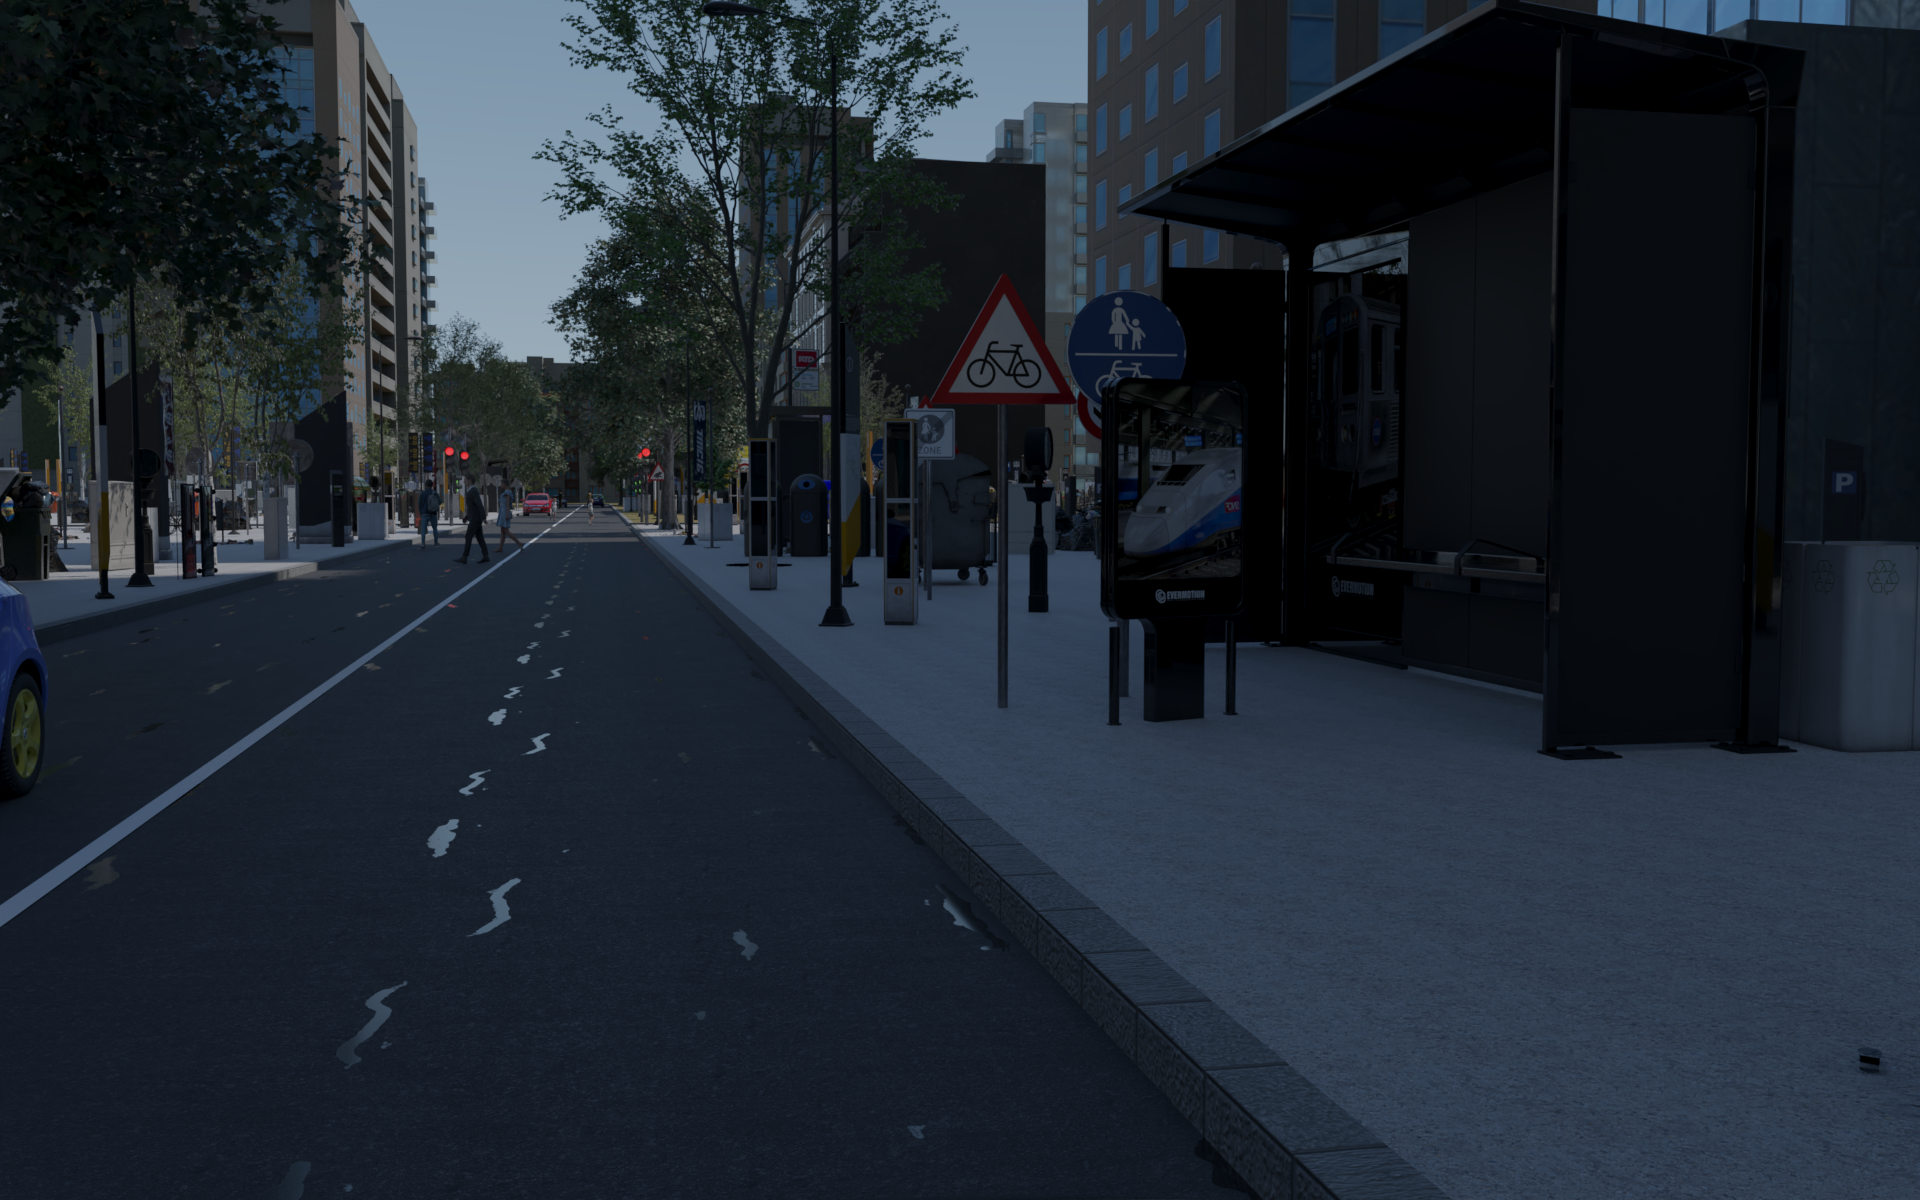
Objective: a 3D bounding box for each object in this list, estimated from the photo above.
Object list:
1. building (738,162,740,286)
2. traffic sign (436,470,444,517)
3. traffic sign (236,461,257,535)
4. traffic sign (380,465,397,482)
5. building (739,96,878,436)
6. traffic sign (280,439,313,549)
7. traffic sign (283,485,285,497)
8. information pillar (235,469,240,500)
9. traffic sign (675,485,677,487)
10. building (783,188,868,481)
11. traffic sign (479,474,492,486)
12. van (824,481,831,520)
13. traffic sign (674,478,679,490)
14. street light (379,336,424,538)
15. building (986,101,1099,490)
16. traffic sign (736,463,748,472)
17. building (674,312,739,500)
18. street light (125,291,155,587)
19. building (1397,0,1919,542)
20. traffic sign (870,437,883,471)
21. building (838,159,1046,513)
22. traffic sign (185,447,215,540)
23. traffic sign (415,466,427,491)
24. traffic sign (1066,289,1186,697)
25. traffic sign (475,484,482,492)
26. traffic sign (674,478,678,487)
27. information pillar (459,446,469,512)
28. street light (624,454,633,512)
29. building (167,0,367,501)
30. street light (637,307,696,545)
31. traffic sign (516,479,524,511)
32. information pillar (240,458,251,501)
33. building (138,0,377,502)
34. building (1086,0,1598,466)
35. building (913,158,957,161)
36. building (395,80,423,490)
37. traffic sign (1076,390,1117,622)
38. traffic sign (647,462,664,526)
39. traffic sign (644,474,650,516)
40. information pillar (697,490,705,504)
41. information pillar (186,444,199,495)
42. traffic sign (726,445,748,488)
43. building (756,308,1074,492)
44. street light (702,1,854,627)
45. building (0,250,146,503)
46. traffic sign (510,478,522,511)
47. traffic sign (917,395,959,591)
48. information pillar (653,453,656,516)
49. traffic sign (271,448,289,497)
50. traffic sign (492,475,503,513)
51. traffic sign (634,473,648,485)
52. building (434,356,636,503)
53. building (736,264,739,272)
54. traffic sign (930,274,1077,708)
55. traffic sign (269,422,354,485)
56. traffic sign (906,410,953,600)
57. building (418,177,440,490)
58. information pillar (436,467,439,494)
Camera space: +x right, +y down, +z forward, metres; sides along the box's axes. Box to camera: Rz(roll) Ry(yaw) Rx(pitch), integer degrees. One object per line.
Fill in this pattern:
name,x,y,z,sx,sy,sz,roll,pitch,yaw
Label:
building,-19.825,-32.195,209.988,14.154,41.232,14.086,-1,4,-12
traffic sign,-27.797,-5.654,92.444,0.884,2.594,0.081,-1,4,-11
traffic sign,-22.149,-3.161,53.807,0.606,2.300,0.079,0,4,-5
traffic sign,-25.181,-4.653,76.078,0.884,2.594,0.081,-1,4,-10
building,-17.324,-33.380,195.876,14.600,45.320,14.200,-1,4,-12
traffic sign,-15.409,-2.455,40.239,0.768,2.556,0.104,0,4,-5
traffic sign,-22.026,-3.320,56.407,0.606,2.300,0.079,0,4,-3
information pillar,-58.987,-9.188,141.580,0.504,3.616,0.183,1,4,16
traffic sign,-21.296,-7.846,128.289,0.884,2.594,0.081,-1,4,-12
building,-7.062,-21.151,143.075,12.463,27.353,25.104,-1,4,-12
traffic sign,-29.377,-6.555,107.272,0.768,2.556,0.104,0,4,-3
van,-6.277,-4.426,76.753,5.245,2.365,2.240,-1,4,-13
traffic sign,-21.213,-7.853,128.495,0.768,2.556,0.104,0,4,-3
street light,-16.448,-4.796,50.961,1.470,5.913,1.316,-1,4,-12
building,19.100,-36.297,213.063,30.456,49.044,23.786,-1,4,-12
traffic sign,-8.754,-4.309,70.556,0.768,2.556,0.104,0,4,-4
building,-40.071,-29.666,256.745,14.107,30.474,14.160,-1,4,-12
street light,-10.825,-3.142,23.906,1.470,5.913,1.316,-1,4,-12
building,22.602,-43.180,18.663,22.319,86.520,31.000,-1,4,-12
traffic sign,-1.616,-2.351,38.551,0.768,2.556,0.104,0,4,-3
building,-1.864,-17.965,123.407,12.332,23.373,15.834,-1,4,-12
traffic sign,-20.660,-2.874,47.094,0.768,2.556,0.104,0,4,-5
traffic sign,-24.632,-4.861,79.586,0.768,2.556,0.104,0,4,-5
traffic sign,1.031,-0.660,10.901,0.768,2.556,0.104,0,4,-8
traffic sign,-41.298,-9.086,148.561,0.884,2.594,0.081,-1,4,-9
traffic sign,-21.063,-7.757,126.937,0.768,2.556,0.104,-1,4,-11
information pillar,-23.281,-5.510,81.446,0.504,3.616,0.183,1,4,10
street light,-12.938,-6.008,70.772,1.470,5.913,1.316,-1,4,-12
building,-60.947,-30.766,153.129,14.600,45.320,14.200,-1,4,-12
street light,-7.345,-4.330,43.345,1.470,5.913,1.316,-1,4,-12
traffic sign,-34.415,-8.184,134.995,0.795,2.450,0.064,0,4,-7
information pillar,-45.071,-7.228,109.535,0.504,3.616,0.183,-1,4,-9
building,-67.938,-33.428,170.257,21.300,48.544,21.600,-1,4,-12
building,12.589,-24.679,53.611,14.600,45.320,14.200,-1,4,-12
building,-3.720,-32.419,213.647,14.086,41.232,14.154,-1,4,-12
building,-72.924,-34.972,195.488,21.600,48.544,21.300,-1,4,-12
traffic sign,1.536,-1.054,17.341,0.768,2.556,0.104,0,4,-4
traffic sign,-12.090,-4.251,69.503,0.884,2.594,0.081,0,4,-4
traffic sign,-18.859,-6.324,103.503,0.768,2.556,0.104,0,4,-5
information pillar,-14.874,-6.592,99.139,0.504,3.616,0.183,-3,4,-37
information pillar,-34.215,-5.249,77.182,0.183,3.616,0.504,3,5,41
traffic sign,-8.827,-4.777,71.974,2.265,3.308,0.079,-1,4,-10
building,-5.651,-20.265,176.365,27.650,21.520,28.899,-1,4,-12
street light,-1.736,-2.694,16.596,1.470,5.913,1.316,-1,4,-12
building,-98.070,-39.641,190.136,28.212,58.520,21.231,-1,4,-12
traffic sign,-34.263,-8.176,133.679,0.884,2.594,0.081,-1,4,-11
traffic sign,-0.454,-1.400,22.891,0.884,2.594,0.081,0,4,-6
information pillar,-17.526,-6.625,99.669,0.183,3.616,0.504,0,4,7
traffic sign,-18.652,-2.904,47.585,0.768,2.556,0.104,0,4,-5
traffic sign,-30.666,-7.016,114.816,0.768,2.556,0.104,0,4,-4
traffic sign,-18.064,-5.994,98.107,0.768,2.556,0.104,0,4,-8
building,-62.571,-25.355,259.590,28.899,21.520,27.650,-1,4,-12
building,-23.316,-35.323,269.411,23.993,40.220,32.217,-1,4,-12
traffic sign,0.256,-0.631,10.328,0.884,2.594,0.081,-1,4,-10
traffic sign,-18.229,-3.355,48.721,2.265,3.308,0.079,0,4,-7
traffic sign,-0.368,-1.145,20.848,0.606,2.300,0.079,-1,4,-9
building,-91.125,-38.575,250.310,30.456,49.044,23.786,-1,4,-12
information pillar,-40.661,-8.753,134.473,0.504,3.616,0.183,-1,4,-21
